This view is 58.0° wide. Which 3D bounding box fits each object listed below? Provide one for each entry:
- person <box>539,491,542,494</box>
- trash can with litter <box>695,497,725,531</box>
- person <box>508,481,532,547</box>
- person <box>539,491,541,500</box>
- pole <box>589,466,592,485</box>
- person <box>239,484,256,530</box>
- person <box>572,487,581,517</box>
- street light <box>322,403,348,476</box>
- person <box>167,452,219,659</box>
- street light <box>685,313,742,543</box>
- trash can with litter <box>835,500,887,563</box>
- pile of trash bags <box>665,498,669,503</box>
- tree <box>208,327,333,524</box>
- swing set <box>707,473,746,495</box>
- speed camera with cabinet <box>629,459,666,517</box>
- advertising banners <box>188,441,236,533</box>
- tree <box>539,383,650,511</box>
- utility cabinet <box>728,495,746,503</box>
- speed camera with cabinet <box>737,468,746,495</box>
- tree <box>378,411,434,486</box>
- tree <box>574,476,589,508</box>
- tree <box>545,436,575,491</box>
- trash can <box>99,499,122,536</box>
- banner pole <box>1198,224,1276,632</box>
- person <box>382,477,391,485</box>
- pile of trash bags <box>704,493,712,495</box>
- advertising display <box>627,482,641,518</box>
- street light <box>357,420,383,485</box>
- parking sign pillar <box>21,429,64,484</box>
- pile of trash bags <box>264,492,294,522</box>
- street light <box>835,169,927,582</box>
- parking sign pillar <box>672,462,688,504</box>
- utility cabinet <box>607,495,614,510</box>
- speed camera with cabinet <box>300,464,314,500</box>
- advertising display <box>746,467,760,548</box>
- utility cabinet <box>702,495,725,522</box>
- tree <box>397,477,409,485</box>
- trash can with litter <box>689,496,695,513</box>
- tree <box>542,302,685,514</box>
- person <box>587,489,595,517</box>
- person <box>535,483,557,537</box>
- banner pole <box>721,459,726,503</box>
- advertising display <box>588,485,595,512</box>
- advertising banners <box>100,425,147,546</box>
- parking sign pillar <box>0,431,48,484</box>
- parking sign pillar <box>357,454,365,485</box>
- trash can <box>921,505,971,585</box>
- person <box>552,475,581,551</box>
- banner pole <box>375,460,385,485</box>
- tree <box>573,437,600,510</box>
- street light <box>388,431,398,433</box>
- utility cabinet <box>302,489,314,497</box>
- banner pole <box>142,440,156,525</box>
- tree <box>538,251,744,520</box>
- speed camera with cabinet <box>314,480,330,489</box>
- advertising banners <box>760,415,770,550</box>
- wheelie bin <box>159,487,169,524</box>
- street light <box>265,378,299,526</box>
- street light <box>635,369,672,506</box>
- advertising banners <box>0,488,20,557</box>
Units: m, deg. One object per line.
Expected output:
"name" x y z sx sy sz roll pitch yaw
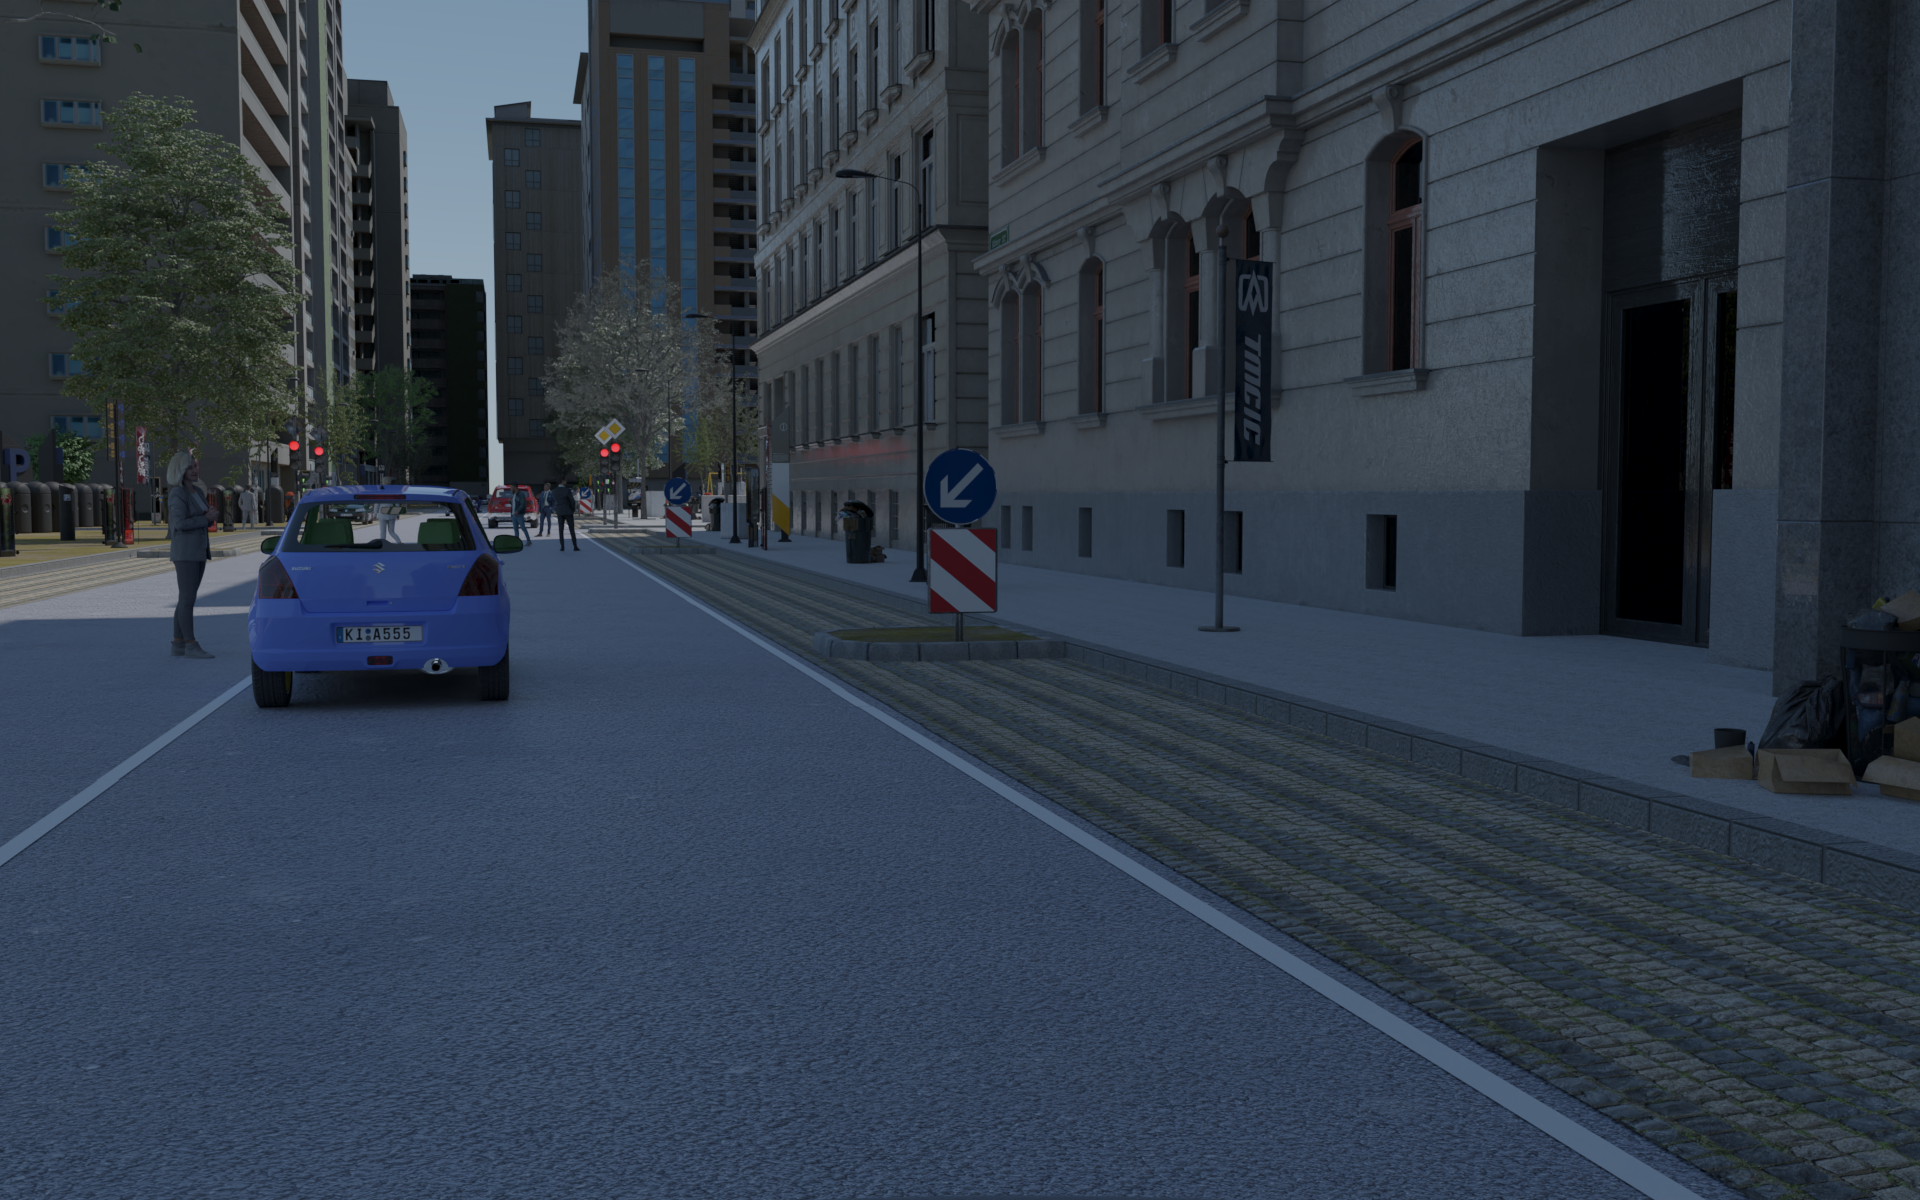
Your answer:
"person" -46.205 -11.163 191.035 1.348 1.821 0.705 0 4 -8
"trash can with litter" -8.531 -2.959 59.768 0.624 1.170 1.055 -2 4 -34
"person" -12.054 -2.348 47.236 0.623 1.781 0.721 2 4 32
"person" -43.636 -10.425 179.744 0.721 1.735 1.217 0 4 5
"pole" -27.264 -8.190 127.746 0.158 3.312 0.155 0 3 0
"person" -26.173 -3.355 63.632 0.678 1.792 0.850 0 4 -7
"person" -21.974 -5.534 99.075 0.850 1.850 0.679 2 4 27
"street light" -31.995 -7.102 88.663 1.470 5.913 1.316 -1 4 -14
"person" -6.740 -0.405 15.300 0.526 1.800 0.537 1 4 9
"street light" -6.380 -4.420 44.809 1.470 5.913 1.316 -1 4 -14
"trash can with litter" -1.818 -1.276 32.251 0.624 1.170 1.055 2 4 26
"pile of trash bags" -21.844 -7.110 125.999 1.912 1.369 3.447 -2 4 -29
"tree" -29.990 -7.544 73.704 4.737 8.622 4.395 0 3 0
"swing set" -16.966 -7.969 127.905 3.119 2.851 2.862 -1 4 -21
"speed camera with cabinet" -17.558 -6.293 97.219 2.038 3.252 0.660 -3 5 -41
"advertising banners" -24.915 -3.758 57.627 0.090 3.025 2.074 1 4 20
"tree" -27.862 -12.162 133.269 8.767 10.594 7.601 -2 4 -23
"utility cabinet" -11.874 -4.982 92.613 1.020 1.237 0.306 -2 4 -29
"speed camera with cabinet" -16.238 -8.358 130.996 0.660 3.252 2.038 2 4 33
"tree" -50.209 -12.680 157.686 4.360 8.622 3.978 0 3 0
"tree" -35.271 -10.140 160.383 1.663 3.219 1.824 0 3 0
"tree" -49.864 -16.283 216.595 4.360 8.622 3.978 0 3 0
"trash can" -25.642 -2.493 52.419 0.748 1.137 0.748 0 3 0
"banner pole" 2.632 -1.607 16.295 0.863 3.779 0.401 -2 4 -32
"person" -13.453 -1.984 40.813 0.818 1.842 0.514 2 4 30
"pile of trash bags" -13.887 -5.821 104.925 3.447 1.369 1.912 0 4 3
"advertising display" -17.745 -5.464 94.556 0.974 1.923 0.123 2 4 30
"street light" -37.111 -8.312 108.438 1.470 5.913 1.316 -1 4 -14
"parking sign pillar" -37.843 -5.115 72.107 1.447 3.967 1.447 3 4 37
"pile of trash bags" -31.172 -4.299 80.037 1.912 1.369 3.447 -1 4 -14
"street light" -1.106 -3.211 25.047 1.470 5.913 1.316 -1 4 -14
"parking sign pillar" -23.416 -9.569 144.927 1.447 3.967 1.447 2 4 24
"utility cabinet" -28.070 -7.815 138.930 1.020 1.237 0.306 0 4 -8
"speed camera with cabinet" -42.794 -7.248 112.847 0.660 3.252 2.038 3 4 38
"advertising display" -4.997 -2.239 41.821 0.123 1.923 0.974 0 4 6
"utility cabinet" -11.186 -4.122 78.556 1.020 1.237 0.306 -1 4 -18
"tree" -55.891 -11.009 174.605 1.663 3.219 1.824 0 3 0
"trash can with litter" -17.108 -6.215 113.001 1.055 1.170 0.624 -3 5 -39
"tree" -22.630 -12.671 113.831 9.857 13.997 8.962 0 3 0
"person" -20.925 -5.427 98.231 0.512 1.701 0.522 1 4 12
"person" -13.934 -3.034 58.292 0.721 1.800 0.419 1 4 9
"banner pole" -16.726 -8.108 122.581 0.401 3.779 0.863 1 4 15
"advertising display" -26.011 -7.157 122.230 0.123 1.923 0.974 -2 4 -33
"advertising banners" -21.051 -2.906 43.701 0.090 3.025 2.074 0 4 5
"parking sign pillar" -40.437 -5.247 74.259 1.447 3.967 1.447 1 4 17
"parking sign pillar" -40.637 -7.890 117.470 1.447 3.967 1.447 -1 4 -22
"trash can" -0.149 -0.715 23.339 0.748 1.137 0.748 0 3 0
"person" -9.950 -2.192 43.695 0.648 1.900 0.474 0 4 5
"banner pole" -41.975 -8.274 125.291 0.863 3.779 0.401 0 4 -8
"tree" -29.742 -11.607 140.144 4.737 8.622 4.395 0 3 0
"street light" -42.304 -9.518 128.166 1.470 5.913 1.316 -1 4 -14
"utility cabinet" -31.244 -4.561 83.246 0.318 1.500 1.173 -3 5 -43
"banner pole" -33.157 -4.945 70.862 0.863 3.779 0.401 2 4 23
"tree" -16.089 -10.837 87.555 12.009 13.543 11.850 0 3 0
"speed camera with cabinet" -40.041 -7.069 109.910 2.038 3.252 0.660 3 5 44
"advertising banners" -4.456 -2.651 39.536 0.090 3.025 2.074 -1 4 -10
"wheelie bin" -34.103 -4.100 74.943 0.980 1.594 0.693 -2 4 -28
"street light" -27.051 -5.908 69.137 1.470 5.913 1.316 -1 4 -14
"street light" -11.338 -5.614 64.332 1.470 5.913 1.316 -1 4 -14
"advertising banners" -19.543 -2.346 34.543 0.090 3.025 2.074 0 4 8
